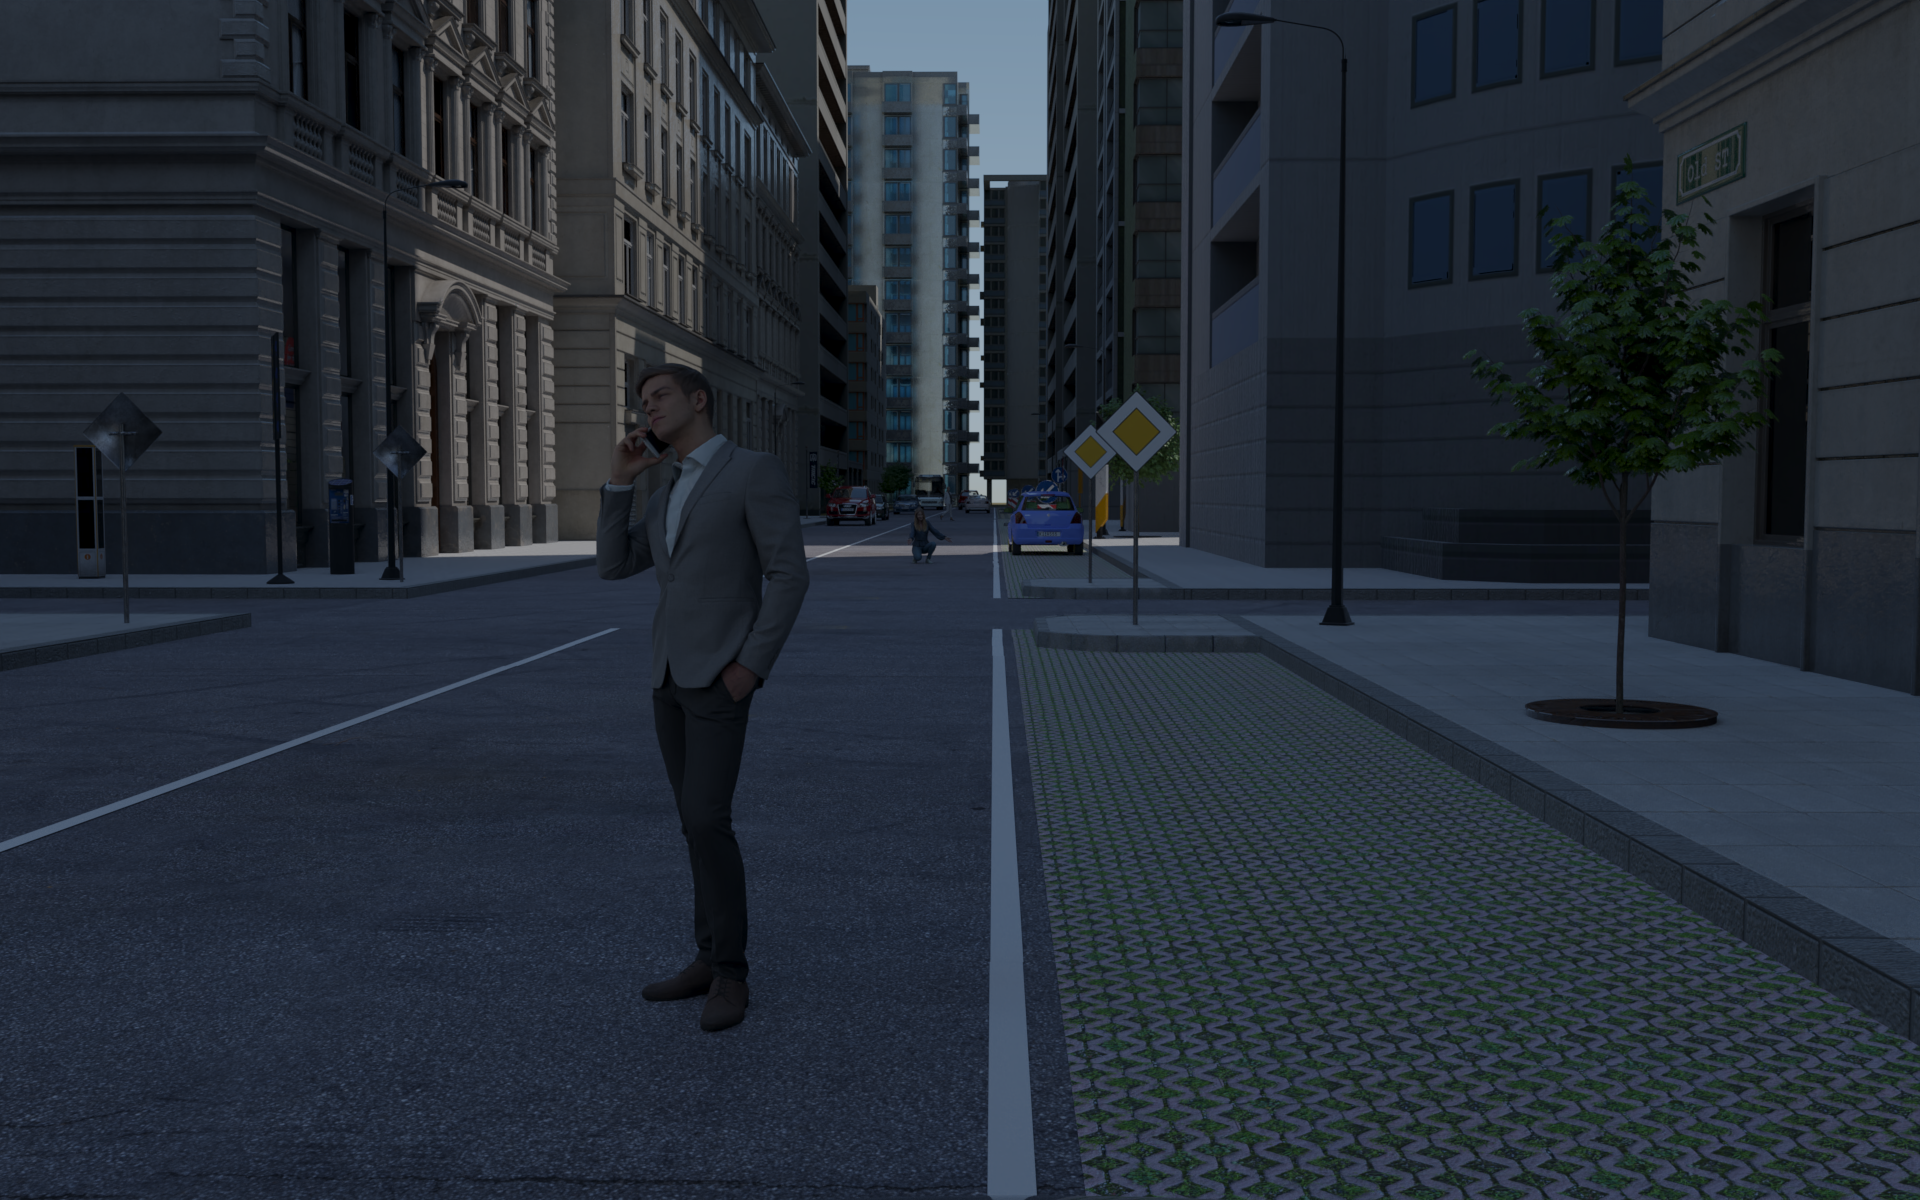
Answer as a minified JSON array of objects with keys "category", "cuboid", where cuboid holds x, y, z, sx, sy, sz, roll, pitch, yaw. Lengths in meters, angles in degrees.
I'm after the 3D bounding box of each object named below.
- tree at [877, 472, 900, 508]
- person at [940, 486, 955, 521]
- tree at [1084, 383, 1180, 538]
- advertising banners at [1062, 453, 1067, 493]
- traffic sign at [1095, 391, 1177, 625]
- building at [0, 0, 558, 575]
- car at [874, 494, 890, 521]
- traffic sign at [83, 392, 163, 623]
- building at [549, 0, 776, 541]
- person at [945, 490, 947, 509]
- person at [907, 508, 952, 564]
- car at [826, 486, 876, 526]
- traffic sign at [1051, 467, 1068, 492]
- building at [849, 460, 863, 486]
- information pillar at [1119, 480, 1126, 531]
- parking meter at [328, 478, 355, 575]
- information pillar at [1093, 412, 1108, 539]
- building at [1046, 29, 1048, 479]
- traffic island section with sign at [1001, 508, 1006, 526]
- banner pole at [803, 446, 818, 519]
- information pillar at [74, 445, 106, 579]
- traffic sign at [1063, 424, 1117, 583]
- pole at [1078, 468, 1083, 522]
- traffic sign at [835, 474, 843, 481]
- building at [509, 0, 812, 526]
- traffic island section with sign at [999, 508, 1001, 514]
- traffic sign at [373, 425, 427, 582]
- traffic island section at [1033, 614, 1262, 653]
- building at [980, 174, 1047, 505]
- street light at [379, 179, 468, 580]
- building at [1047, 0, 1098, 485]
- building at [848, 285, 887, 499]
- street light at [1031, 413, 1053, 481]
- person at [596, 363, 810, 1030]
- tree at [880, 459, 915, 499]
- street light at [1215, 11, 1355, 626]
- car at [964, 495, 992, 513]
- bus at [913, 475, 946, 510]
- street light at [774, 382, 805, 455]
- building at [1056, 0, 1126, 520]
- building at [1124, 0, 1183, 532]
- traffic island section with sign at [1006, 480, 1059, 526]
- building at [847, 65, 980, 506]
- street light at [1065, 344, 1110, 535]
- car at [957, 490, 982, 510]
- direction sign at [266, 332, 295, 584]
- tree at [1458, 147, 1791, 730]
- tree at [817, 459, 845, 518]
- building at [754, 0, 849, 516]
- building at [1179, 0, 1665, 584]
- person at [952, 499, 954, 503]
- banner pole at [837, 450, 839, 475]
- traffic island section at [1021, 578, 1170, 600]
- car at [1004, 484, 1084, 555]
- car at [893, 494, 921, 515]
[{"category":"tree","cuboid":[-6.357,-9.927,156.902,1.663,3.219,1.824,0,3,0]},{"category":"person","cuboid":[-0.685,-5.190,93.232,0.818,1.842,0.514,1,4,15]},{"category":"tree","cuboid":[5.237,-4.137,51.361,4.285,4.588,4.351,0,3,0]},{"category":"advertising banners","cuboid":[4.456,-4.748,73.815,0.090,3.025,2.074,0,4,-1]},{"category":"traffic sign","cuboid":[1.717,-0.812,16.927,0.795,2.450,0.064,0,4,1]},{"category":"building","cuboid":[-15.644,-12.679,36.177,11.050,23.489,19.941,0,4,1]},{"category":"car","cuboid":[-4.822,-5.197,94.754,2.009,1.686,4.222,0,4,1]},{"category":"traffic sign","cuboid":[-8.275,-0.826,17.144,0.795,2.450,0.064,0,4,1]},{"category":"building","cuboid":[-16.348,-13.938,61.166,16.112,22.955,30.059,0,4,1]},{"category":"person","cuboid":[-1.302,-9.999,171.981,0.705,1.824,1.348,2,4,27]},{"category":"person","cuboid":[-0.672,-1.326,35.680,1.012,1.151,0.738,-1,4,-14]},{"category":"car","cuboid":[-4.969,-4.341,79.647,2.281,1.827,5.304,0,4,1]},{"category":"traffic sign","cuboid":[4.724,-5.024,82.248,0.768,2.556,0.104,1,4,9]},{"category":"building","cuboid":[-18.016,-42.390,131.330,20.563,71.187,20.611,0,4,1]},{"category":"information pillar","cuboid":[5.635,-4.186,59.790,0.183,3.616,0.504,1,4,20]},{"category":"parking meter","cuboid":[-9.888,-1.179,27.686,0.372,1.533,0.369,0,3,0]},{"category":"information pillar","cuboid":[4.034,-3.546,49.326,0.183,3.616,0.504,-2,4,-34]},{"category":"building","cuboid":[15.719,-31.603,166.820,14.600,45.320,14.200,0,4,1]},{"category":"traffic island section with sign","cuboid":[2.941,-4.191,77.144,1.989,1.847,2.006,0,4,1]},{"category":"banner pole","cuboid":[-7.740,-6.103,89.805,0.863,3.779,0.401,1,4,23]},{"category":"information pillar","cuboid":[-13.165,-1.328,26.212,0.304,2.012,0.304,0,4,-5]},{"category":"traffic sign","cuboid":[1.874,-1.301,24.910,0.795,2.450,0.064,0,4,1]},{"category":"pole","cuboid":[4.999,-4.771,71.847,0.158,3.312,0.155,0,3,0]},{"category":"traffic sign","cuboid":[-6.820,-5.791,95.864,0.795,2.450,0.064,0,4,2]},{"category":"building","cuboid":[-13.867,-15.735,86.150,11.050,23.489,19.941,0,4,1]},{"category":"traffic island section with sign","cuboid":[3.925,-7.223,126.722,1.989,1.847,2.006,0,4,1]},{"category":"traffic sign","cuboid":[-8.117,-1.314,25.128,0.795,2.450,0.064,0,4,1]},{"category":"traffic island section","cuboid":[1.740,0.323,17.004,2.009,0.180,2.903,0,4,1]},{"category":"building","cuboid":[14.305,-31.049,199.524,23.993,40.220,32.217,0,4,1]},{"category":"street light","cuboid":[-7.964,-3.253,25.734,1.470,5.913,1.316,0,4,1]},{"category":"building","cuboid":[17.736,-31.190,133.665,21.300,48.544,21.600,0,4,1]},{"category":"building","cuboid":[-22.142,-19.367,161.687,28.899,21.520,27.650,0,4,1]},{"category":"street light","cuboid":[4.754,-7.751,99.272,1.470,5.913,1.316,0,4,1]},{"category":"person","cuboid":[-0.729,0.234,4.850,0.473,1.802,0.592,-2,4,-32]},{"category":"tree","cuboid":[-5.890,-11.016,163.821,4.285,4.588,4.351,0,3,0]},{"category":"street light","cuboid":[3.161,-2.710,16.849,1.470,5.913,1.316,0,4,1]},{"category":"car","cuboid":[1.339,-7.169,129.578,2.083,1.381,4.827,0,4,1]},{"category":"bus","cuboid":[-2.749,-9.966,157.803,2.948,3.499,13.247,0,4,-1]},{"category":"street light","cuboid":[-7.106,-6.069,71.762,1.470,5.913,1.316,0,4,1]},{"category":"building","cuboid":[15.644,-39.748,88.127,20.563,71.187,20.611,0,4,1]},{"category":"building","cuboid":[12.993,-17.884,64.105,14.160,30.474,14.107,0,4,1]},{"category":"traffic island section with sign","cuboid":[2.400,-2.542,50.194,1.989,1.847,2.006,0,4,1]},{"category":"building","cuboid":[-12.991,-35.275,196.361,30.456,49.044,23.786,0,4,1]},{"category":"street light","cuboid":[3.948,-4.971,53.822,1.470,5.913,1.316,0,4,1]},{"category":"car","cuboid":[0.891,-9.085,157.220,2.281,1.827,5.304,0,4,2]},{"category":"direction sign","cuboid":[-9.718,-1.998,24.667,0.379,3.537,0.876,-2,4,-26]},{"category":"tree","cuboid":[3.651,-0.931,9.829,1.663,3.219,1.824,0,3,0]},{"category":"tree","cuboid":[-7.037,-6.111,94.521,1.663,3.219,1.824,0,3,0]},{"category":"building","cuboid":[-18.716,-29.801,110.941,21.300,48.544,21.600,0,4,1]},{"category":"building","cuboid":[19.370,-29.998,32.460,28.212,58.520,21.231,0,4,1]},{"category":"person","cuboid":[-0.908,-8.211,146.004,1.065,1.426,0.557,3,5,40]},{"category":"banner pole","cuboid":[-6.953,-6.644,98.646,0.401,3.779,0.863,0,4,2]},{"category":"traffic island section","cuboid":[1.898,-0.166,24.987,2.009,0.180,2.903,0,4,1]},{"category":"car","cuboid":[2.026,-1.952,41.508,1.945,1.707,3.694,0,4,0]},{"category":"car","cuboid":[-3.740,-6.784,122.921,2.014,1.417,4.499,0,4,3]}]
